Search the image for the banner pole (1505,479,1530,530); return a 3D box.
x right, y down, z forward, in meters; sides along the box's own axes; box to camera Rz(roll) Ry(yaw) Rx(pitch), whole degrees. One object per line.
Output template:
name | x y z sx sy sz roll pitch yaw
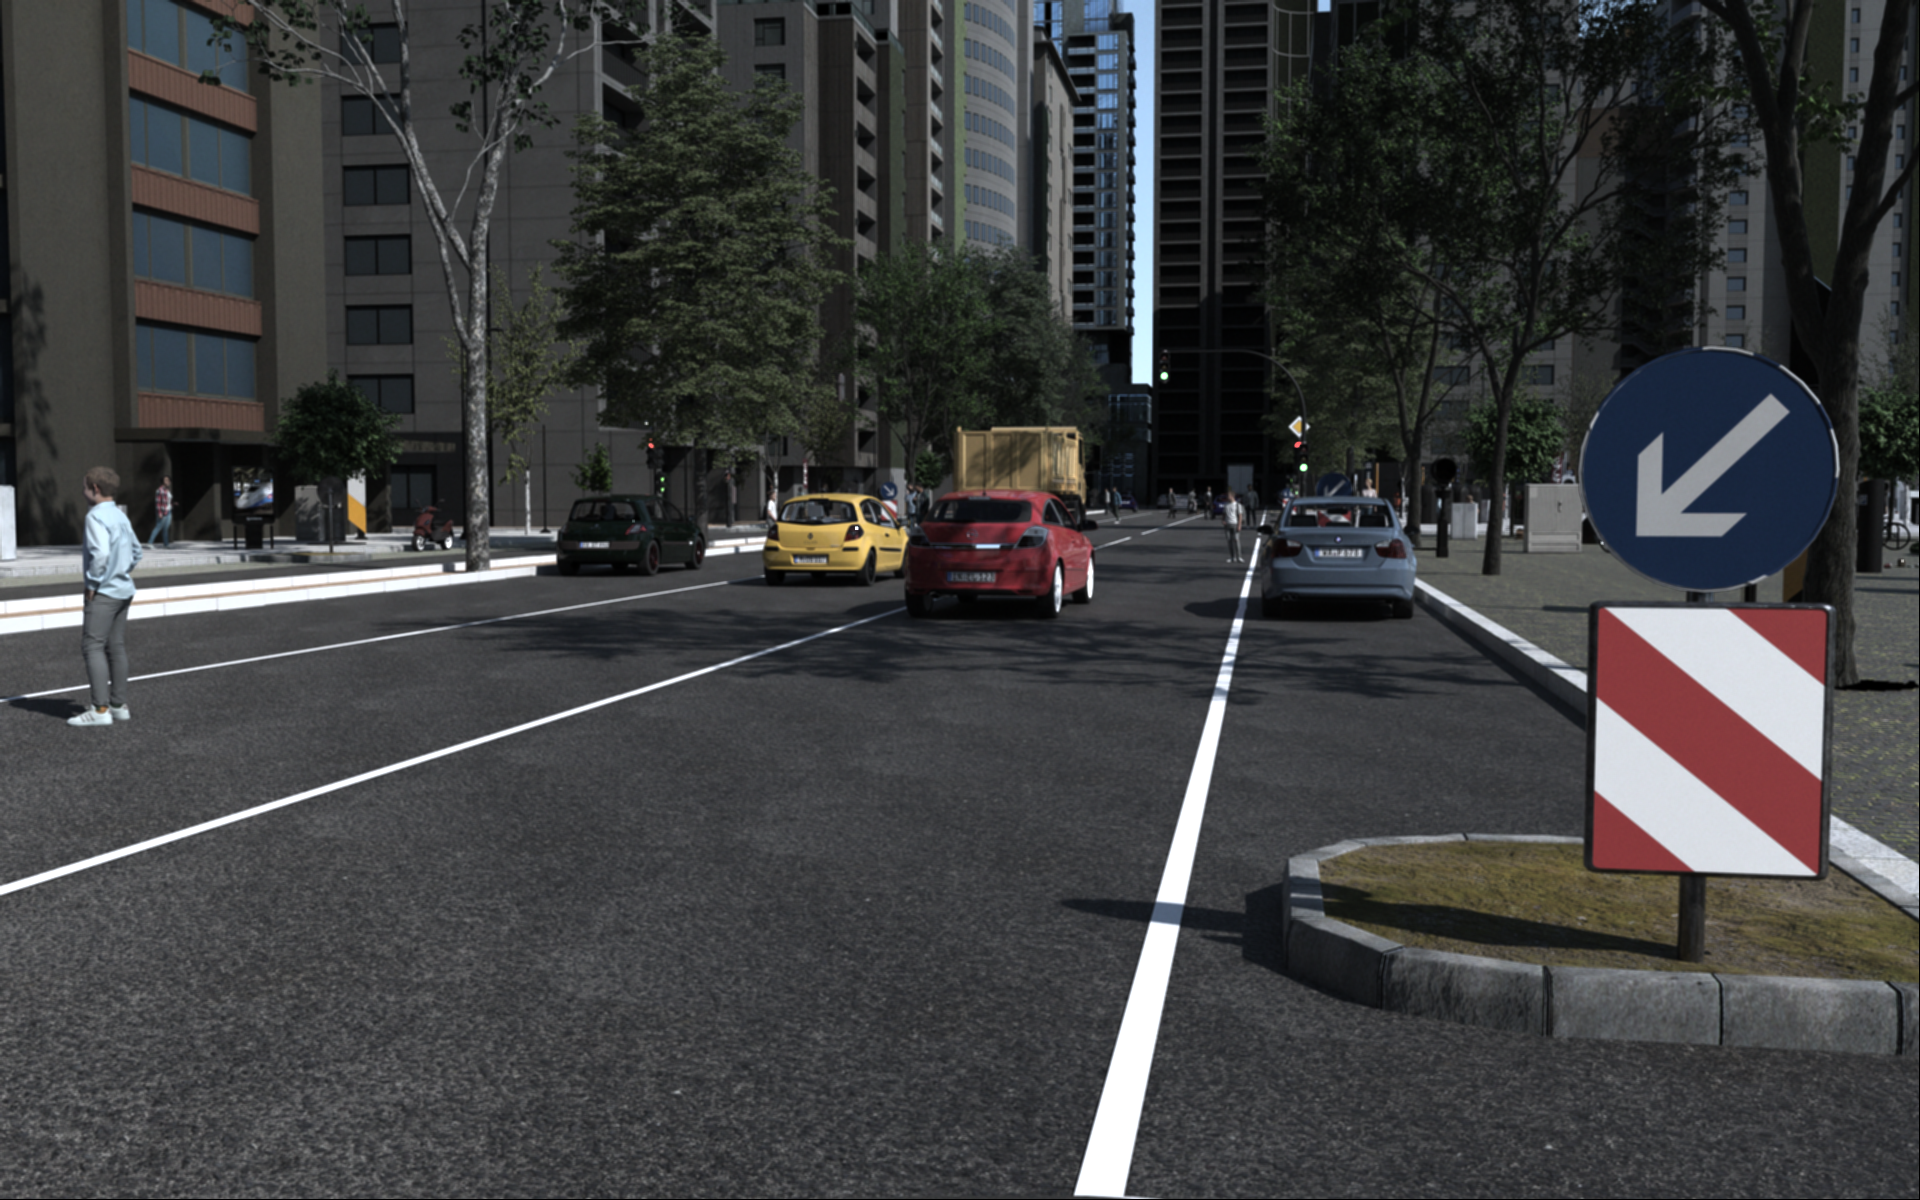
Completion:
banner pole | 21.434 -4.684 66.593 0.863 3.779 0.401 -1 4 -17

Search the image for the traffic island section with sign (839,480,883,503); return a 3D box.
traffic island section with sign | -3.817 -3.005 57.271 2.006 1.907 1.989 1 4 10

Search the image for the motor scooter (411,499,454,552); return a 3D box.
motor scooter | -13.232 -1.879 43.505 0.815 1.314 1.986 1 4 11

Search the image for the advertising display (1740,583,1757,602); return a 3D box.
advertising display | 8.182 -0.778 17.933 0.123 1.923 0.974 1 4 18

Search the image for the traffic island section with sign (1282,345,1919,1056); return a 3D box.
traffic island section with sign | 2.038 0.195 5.447 1.989 1.847 2.006 1 4 10

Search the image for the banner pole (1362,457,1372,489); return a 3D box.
banner pole | 27.038 -7.666 115.349 0.863 3.779 0.401 1 4 19

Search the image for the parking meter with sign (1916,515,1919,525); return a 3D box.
parking meter with sign | 40.353 -4.584 71.217 1.738 3.016 0.543 1 4 12

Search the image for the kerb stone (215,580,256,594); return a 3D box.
kerb stone | -10.632 -0.184 25.207 0.120 0.150 1.000 1 4 10

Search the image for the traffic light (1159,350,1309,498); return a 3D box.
traffic light | 8.664 -4.886 54.549 4.771 5.953 1.251 1 4 10

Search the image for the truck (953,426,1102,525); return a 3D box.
truck | 1.902 -3.225 48.658 3.469 3.379 9.791 1 4 10

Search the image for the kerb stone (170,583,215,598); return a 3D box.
kerb stone | -10.802 -0.122 24.191 0.120 0.150 1.000 1 4 10

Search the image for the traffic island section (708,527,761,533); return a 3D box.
traffic island section | -8.828 -2.676 66.036 2.009 0.180 2.903 1 4 10

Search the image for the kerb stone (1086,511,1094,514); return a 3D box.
kerb stone | 9.390 -6.299 125.318 0.120 0.150 1.000 1 4 10

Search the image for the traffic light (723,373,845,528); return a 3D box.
traffic light | -6.716 -5.559 65.561 4.771 5.953 1.251 1 4 10

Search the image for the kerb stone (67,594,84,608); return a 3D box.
kerb stone | -11.172 0.002 22.170 0.120 0.150 1.000 1 4 10

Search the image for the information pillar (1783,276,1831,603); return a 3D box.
information pillar | 8.531 -1.590 17.354 0.183 3.616 0.504 -3 5 -42

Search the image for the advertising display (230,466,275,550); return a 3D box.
advertising display | -16.365 -2.133 40.096 0.974 1.923 0.123 -3 5 -45

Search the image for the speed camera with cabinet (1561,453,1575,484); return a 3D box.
speed camera with cabinet | 28.399 -5.425 83.040 2.038 3.252 0.660 0 4 -6

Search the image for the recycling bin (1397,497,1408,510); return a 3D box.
recycling bin | 32.809 -7.082 128.339 0.722 1.027 0.722 2 4 29

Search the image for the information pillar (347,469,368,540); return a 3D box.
information pillar | -16.934 -3.503 48.623 0.504 3.616 0.183 -1 4 -14

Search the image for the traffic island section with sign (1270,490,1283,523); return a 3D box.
traffic island section with sign | 6.814 -1.441 32.192 1.989 1.847 2.006 1 4 10

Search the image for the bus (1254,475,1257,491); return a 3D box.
bus | 30.232 -11.838 185.102 2.896 3.916 12.252 1 4 10

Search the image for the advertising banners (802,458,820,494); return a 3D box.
advertising banners | -7.266 -5.472 85.663 0.090 3.025 2.074 2 4 26

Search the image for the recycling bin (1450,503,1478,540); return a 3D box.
recycling bin | 14.183 -2.213 48.741 0.722 1.027 0.722 1 4 17

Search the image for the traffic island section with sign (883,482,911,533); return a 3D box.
traffic island section with sign | -2.504 -3.451 64.561 2.006 1.907 1.989 1 4 10

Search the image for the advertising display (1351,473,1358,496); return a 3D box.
advertising display | 12.082 -2.931 53.138 0.123 1.923 0.974 1 4 18

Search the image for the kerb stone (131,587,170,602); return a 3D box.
kerb stone | -10.983 -0.061 23.185 0.120 0.150 1.000 1 4 10

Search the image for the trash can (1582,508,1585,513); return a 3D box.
trash can | 43.084 -6.615 119.805 0.748 1.137 0.748 0 3 0

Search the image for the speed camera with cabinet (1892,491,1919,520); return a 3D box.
speed camera with cabinet | 47.513 -5.669 87.027 0.660 3.252 2.038 0 4 4

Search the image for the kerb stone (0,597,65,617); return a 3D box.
kerb stone | -11.346 0.066 21.163 0.120 0.150 1.000 1 4 10

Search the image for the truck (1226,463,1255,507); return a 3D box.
truck | 26.463 -10.672 163.407 2.839 4.237 11.283 1 4 9

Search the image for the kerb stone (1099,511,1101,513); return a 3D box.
kerb stone | 10.294 -6.616 130.365 0.120 0.150 1.000 1 4 10

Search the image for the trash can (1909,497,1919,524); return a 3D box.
trash can | 40.739 -3.787 73.572 0.748 1.137 0.748 0 3 0

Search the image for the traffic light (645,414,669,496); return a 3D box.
traffic light | -10.195 -4.227 58.033 0.839 4.253 0.868 1 4 10

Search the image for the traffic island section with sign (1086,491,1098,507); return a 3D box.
traffic island section with sign | 14.432 -11.356 194.303 1.989 1.847 2.006 1 4 10

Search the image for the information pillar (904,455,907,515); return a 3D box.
information pillar | -3.288 -6.965 105.227 0.183 3.616 0.504 0 4 -1

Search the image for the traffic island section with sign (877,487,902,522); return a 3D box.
traffic island section with sign | -4.103 -5.013 90.583 1.989 1.847 2.006 1 4 10

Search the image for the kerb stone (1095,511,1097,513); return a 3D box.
kerb stone | 9.748 -6.426 127.341 0.120 0.150 1.000 1 4 10

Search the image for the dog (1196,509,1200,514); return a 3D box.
dog | 16.729 -6.248 122.345 0.748 0.427 0.550 -2 4 -30

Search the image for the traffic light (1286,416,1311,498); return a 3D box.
traffic light | 12.143 -4.481 62.184 0.839 4.253 0.868 1 4 10

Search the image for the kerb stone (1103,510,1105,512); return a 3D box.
kerb stone | 10.837 -6.801 133.396 0.120 0.150 1.000 1 4 10

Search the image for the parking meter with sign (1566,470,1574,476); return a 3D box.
parking meter with sign | 44.361 -7.878 125.058 0.543 3.016 1.738 3 5 43

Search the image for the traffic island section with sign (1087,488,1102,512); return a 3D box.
traffic island section with sign | 10.704 -7.975 138.534 2.006 1.907 1.989 1 4 10

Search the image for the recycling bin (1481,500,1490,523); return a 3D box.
recycling bin | 23.441 -3.906 76.420 0.722 1.027 0.722 -1 4 -9

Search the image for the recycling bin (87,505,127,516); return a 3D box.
recycling bin | -19.563 -1.664 39.763 0.722 1.027 0.722 -1 4 -16

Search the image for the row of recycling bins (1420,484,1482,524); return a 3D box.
row of recycling bins | 21.068 -4.115 74.395 3.534 1.692 1.069 -2 4 -31

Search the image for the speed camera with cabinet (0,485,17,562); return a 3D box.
speed camera with cabinet | -19.127 -2.359 32.908 2.038 3.252 0.660 0 3 0

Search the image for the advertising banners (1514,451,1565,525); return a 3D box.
advertising banners | 23.560 -4.556 70.682 2.074 3.025 0.090 2 4 27

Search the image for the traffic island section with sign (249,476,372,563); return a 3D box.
traffic island section with sign | -13.698 -1.730 36.909 1.989 1.847 2.006 1 4 10

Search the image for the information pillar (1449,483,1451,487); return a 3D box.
information pillar | 37.265 -8.600 131.957 0.183 3.616 0.504 3 4 38
